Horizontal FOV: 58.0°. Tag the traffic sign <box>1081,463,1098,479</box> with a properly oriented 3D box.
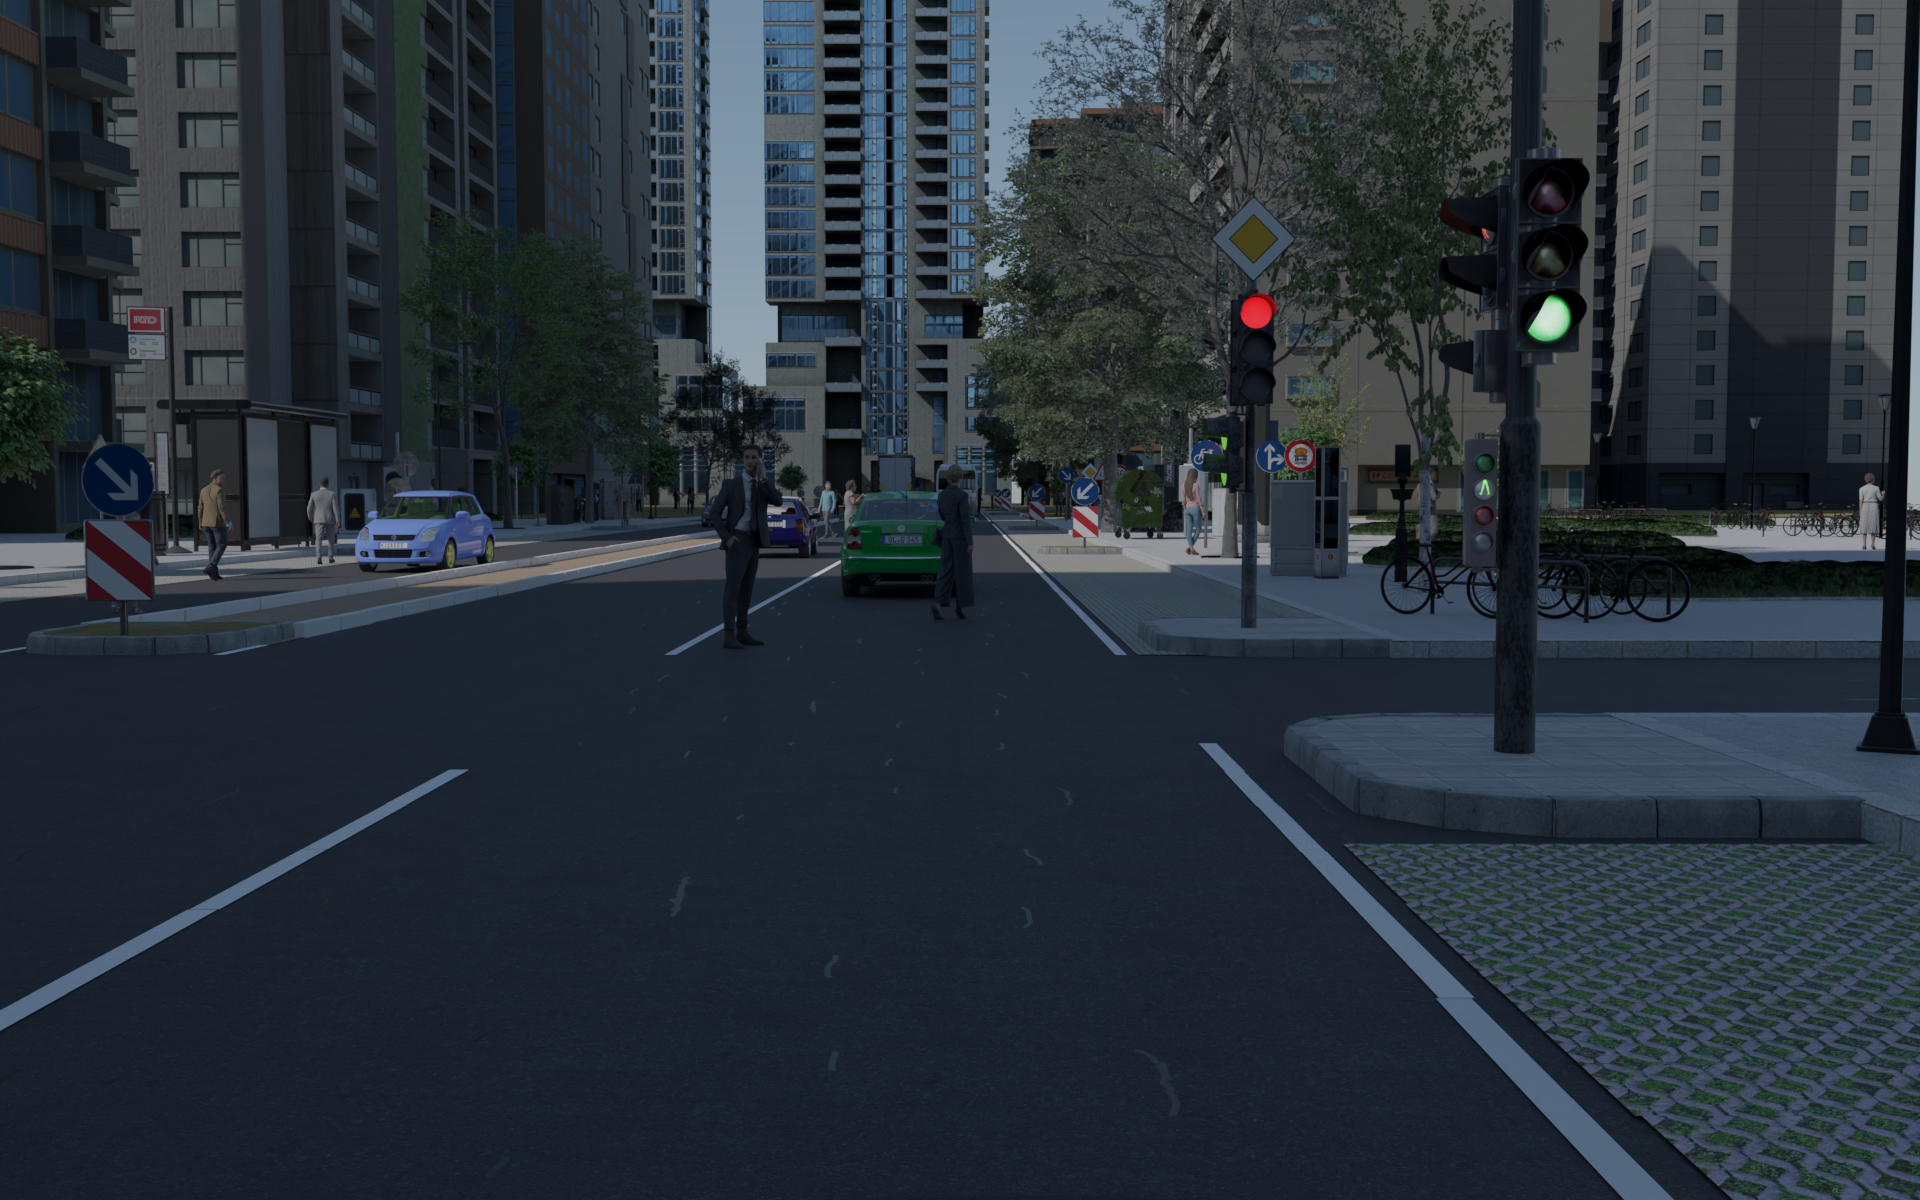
[{"bbox_3d":[5.549,-4.514,73.529,0.795,2.593,0.064,1,4,10],"label":"traffic sign"}]

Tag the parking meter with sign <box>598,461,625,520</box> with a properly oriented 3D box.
[{"bbox_3d":[-17.518,-5.491,86.047,1.738,3.016,0.543,-3,5,-39],"label":"parking meter with sign"}]

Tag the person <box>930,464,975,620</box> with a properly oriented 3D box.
[{"bbox_3d":[-0.062,-0.664,19.782,0.576,1.772,0.534,1,4,22],"label":"person"}]

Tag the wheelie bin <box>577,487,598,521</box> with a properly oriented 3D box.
[{"bbox_3d":[-17.596,-4.523,81.862,0.980,1.594,0.693,-1,4,-13],"label":"wheelie bin"}]

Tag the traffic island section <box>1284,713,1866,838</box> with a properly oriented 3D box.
[{"bbox_3d":[2.780,0.833,8.665,2.009,0.180,2.903,0,3,0],"label":"traffic island section"}]

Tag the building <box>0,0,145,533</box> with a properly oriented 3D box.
[{"bbox_3d":[-39.072,-24.245,51.025,22.147,44.769,28.867,0,3,0],"label":"building"}]

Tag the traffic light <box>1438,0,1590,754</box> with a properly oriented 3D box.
[{"bbox_3d":[0.648,-2.064,8.414,4.771,5.953,1.251,0,3,0],"label":"traffic light"}]

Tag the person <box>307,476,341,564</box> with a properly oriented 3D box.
[{"bbox_3d":[-12.974,-1.624,35.332,0.678,1.792,0.850,-1,4,-11],"label":"person"}]

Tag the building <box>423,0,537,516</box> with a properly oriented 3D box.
[{"bbox_3d":[-36.734,-40.595,101.980,20.563,71.187,20.611,0,3,0],"label":"building"}]

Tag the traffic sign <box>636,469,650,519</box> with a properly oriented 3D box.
[{"bbox_3d":[-16.407,-5.475,89.617,0.768,2.556,0.104,0,4,5],"label":"traffic sign"}]

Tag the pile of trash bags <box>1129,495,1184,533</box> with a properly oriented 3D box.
[{"bbox_3d":[6.671,-3.022,59.155,1.912,1.369,3.447,1,4,17],"label":"pile of trash bags"}]

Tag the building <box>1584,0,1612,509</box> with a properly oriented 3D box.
[{"bbox_3d":[45.909,-30.521,149.131,14.200,45.320,14.600,0,3,0],"label":"building"}]

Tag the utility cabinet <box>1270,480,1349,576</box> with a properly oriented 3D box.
[{"bbox_3d":[5.472,-1.127,27.107,1.173,1.500,0.318,1,4,18],"label":"utility cabinet"}]

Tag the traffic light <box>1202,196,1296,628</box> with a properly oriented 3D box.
[{"bbox_3d":[2.757,-1.689,16.536,0.839,4.253,0.868,0,3,0],"label":"traffic light"}]

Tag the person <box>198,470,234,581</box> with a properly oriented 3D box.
[{"bbox_3d":[-12.368,-1.246,28.785,0.656,1.842,0.836,0,4,-3],"label":"person"}]

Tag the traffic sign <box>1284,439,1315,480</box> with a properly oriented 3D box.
[{"bbox_3d":[7.933,-2.464,40.399,0.768,2.556,0.104,0,4,2],"label":"traffic sign"}]

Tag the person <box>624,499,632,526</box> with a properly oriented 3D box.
[{"bbox_3d":[-13.867,-3.626,72.064,0.475,1.303,0.640,0,4,-8],"label":"person"}]

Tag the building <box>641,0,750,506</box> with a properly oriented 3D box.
[{"bbox_3d":[-41.335,-54.034,196.120,31.000,86.520,22.319,0,3,0],"label":"building"}]

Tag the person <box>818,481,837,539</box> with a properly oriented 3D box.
[{"bbox_3d":[-4.212,-2.911,55.957,0.748,1.841,0.638,-3,5,-40],"label":"person"}]

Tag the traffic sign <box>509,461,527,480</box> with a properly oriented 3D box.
[{"bbox_3d":[-17.399,-4.171,67.930,0.795,2.593,0.064,0,4,3],"label":"traffic sign"}]

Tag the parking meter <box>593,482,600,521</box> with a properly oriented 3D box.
[{"bbox_3d":[-18.978,-5.194,90.629,0.255,1.863,0.399,-1,4,-11],"label":"parking meter"}]

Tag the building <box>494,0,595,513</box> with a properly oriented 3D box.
[{"bbox_3d":[-34.016,-28.748,120.137,14.600,45.320,14.200,0,3,0],"label":"building"}]

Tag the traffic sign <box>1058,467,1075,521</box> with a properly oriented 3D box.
[{"bbox_3d":[5.025,-5.001,81.880,0.768,2.556,0.104,0,4,2],"label":"traffic sign"}]

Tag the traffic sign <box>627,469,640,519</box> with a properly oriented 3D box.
[{"bbox_3d":[-16.947,-5.529,90.401,0.884,2.594,0.081,1,4,9],"label":"traffic sign"}]

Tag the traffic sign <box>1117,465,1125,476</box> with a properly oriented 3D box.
[{"bbox_3d":[6.968,-4.624,75.714,0.768,2.556,0.104,0,4,7],"label":"traffic sign"}]

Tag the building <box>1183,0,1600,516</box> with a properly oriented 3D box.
[{"bbox_3d":[26.364,-29.752,110.141,21.300,48.544,21.600,0,3,0],"label":"building"}]

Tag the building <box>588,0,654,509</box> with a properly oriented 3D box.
[{"bbox_3d":[-40.594,-33.790,141.705,27.495,52.752,28.713,0,3,0],"label":"building"}]

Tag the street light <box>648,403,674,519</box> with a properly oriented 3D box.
[{"bbox_3d":[-15.210,-7.067,88.092,1.470,5.913,1.316,0,3,0],"label":"street light"}]

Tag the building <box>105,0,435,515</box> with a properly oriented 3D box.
[{"bbox_3d":[-33.851,-24.278,80.543,14.154,41.232,14.086,0,3,0],"label":"building"}]

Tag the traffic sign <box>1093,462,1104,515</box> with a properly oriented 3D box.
[{"bbox_3d":[5.815,-4.317,70.579,0.884,2.594,0.081,0,4,6],"label":"traffic sign"}]

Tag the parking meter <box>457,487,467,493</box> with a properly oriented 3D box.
[{"bbox_3d":[-18.846,-3.495,65.561,0.372,1.533,0.369,0,3,0],"label":"parking meter"}]

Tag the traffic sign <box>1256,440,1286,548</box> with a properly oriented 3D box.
[{"bbox_3d":[7.413,-2.514,41.211,0.768,2.556,0.104,0,4,1],"label":"traffic sign"}]

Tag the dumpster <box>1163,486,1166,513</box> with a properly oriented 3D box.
[{"bbox_3d":[7.217,-3.718,66.555,1.264,1.857,1.865,0,4,0],"label":"dumpster"}]

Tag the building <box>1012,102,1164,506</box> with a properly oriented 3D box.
[{"bbox_3d":[20.438,-33.134,196.367,28.867,44.769,22.147,0,3,0],"label":"building"}]

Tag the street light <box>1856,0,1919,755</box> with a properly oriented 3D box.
[{"bbox_3d":[4.118,-2.200,8.514,1.470,5.913,1.316,0,3,0],"label":"street light"}]

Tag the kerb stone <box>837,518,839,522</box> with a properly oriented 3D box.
[{"bbox_3d":[-6.430,-4.048,88.466,0.120,0.150,1.000,0,3,0],"label":"kerb stone"}]

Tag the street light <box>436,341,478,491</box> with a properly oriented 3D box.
[{"bbox_3d":[-15.312,-4.902,52.689,1.470,5.913,1.316,0,3,0],"label":"street light"}]

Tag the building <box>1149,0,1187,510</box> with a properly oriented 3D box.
[{"bbox_3d":[26.206,-43.216,144.835,20.563,71.187,20.611,0,3,0],"label":"building"}]

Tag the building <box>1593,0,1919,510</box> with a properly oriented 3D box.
[{"bbox_3d":[64.407,-43.211,144.750,20.611,71.187,20.563,0,3,0],"label":"building"}]

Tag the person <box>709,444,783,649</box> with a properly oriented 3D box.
[{"bbox_3d":[-1.992,-0.516,16.297,0.474,1.900,0.648,3,5,42],"label":"person"}]

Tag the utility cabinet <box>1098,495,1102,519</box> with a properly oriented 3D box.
[{"bbox_3d":[6.997,-4.753,88.870,0.306,1.237,1.020,-1,4,-13],"label":"utility cabinet"}]

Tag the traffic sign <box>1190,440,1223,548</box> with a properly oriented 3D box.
[{"bbox_3d":[5.830,-2.502,41.008,0.768,2.556,0.104,0,4,8],"label":"traffic sign"}]

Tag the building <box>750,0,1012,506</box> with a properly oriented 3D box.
[{"bbox_3d":[-9.814,-54.003,195.615,31.000,86.520,22.319,0,3,0],"label":"building"}]

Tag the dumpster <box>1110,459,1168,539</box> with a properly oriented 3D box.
[{"bbox_3d":[5.119,-2.884,49.644,1.502,2.255,1.985,0,3,0],"label":"dumpster"}]

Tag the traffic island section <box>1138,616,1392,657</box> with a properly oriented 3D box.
[{"bbox_3d":[2.797,0.344,16.650,2.009,0.180,2.903,0,3,0],"label":"traffic island section"}]

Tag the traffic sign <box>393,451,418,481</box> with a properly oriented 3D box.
[{"bbox_3d":[-16.432,-3.134,51.352,0.768,2.556,0.104,0,4,4],"label":"traffic sign"}]

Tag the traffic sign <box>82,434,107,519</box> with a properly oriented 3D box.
[{"bbox_3d":[-18.672,-2.302,37.647,0.884,2.594,0.081,0,4,7],"label":"traffic sign"}]

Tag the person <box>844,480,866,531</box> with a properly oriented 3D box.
[{"bbox_3d":[-2.584,-2.087,42.986,0.532,1.782,0.716,-1,4,-18],"label":"person"}]

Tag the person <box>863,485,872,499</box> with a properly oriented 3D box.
[{"bbox_3d":[-3.783,-3.890,72.091,0.713,1.824,0.794,-2,4,-25],"label":"person"}]
